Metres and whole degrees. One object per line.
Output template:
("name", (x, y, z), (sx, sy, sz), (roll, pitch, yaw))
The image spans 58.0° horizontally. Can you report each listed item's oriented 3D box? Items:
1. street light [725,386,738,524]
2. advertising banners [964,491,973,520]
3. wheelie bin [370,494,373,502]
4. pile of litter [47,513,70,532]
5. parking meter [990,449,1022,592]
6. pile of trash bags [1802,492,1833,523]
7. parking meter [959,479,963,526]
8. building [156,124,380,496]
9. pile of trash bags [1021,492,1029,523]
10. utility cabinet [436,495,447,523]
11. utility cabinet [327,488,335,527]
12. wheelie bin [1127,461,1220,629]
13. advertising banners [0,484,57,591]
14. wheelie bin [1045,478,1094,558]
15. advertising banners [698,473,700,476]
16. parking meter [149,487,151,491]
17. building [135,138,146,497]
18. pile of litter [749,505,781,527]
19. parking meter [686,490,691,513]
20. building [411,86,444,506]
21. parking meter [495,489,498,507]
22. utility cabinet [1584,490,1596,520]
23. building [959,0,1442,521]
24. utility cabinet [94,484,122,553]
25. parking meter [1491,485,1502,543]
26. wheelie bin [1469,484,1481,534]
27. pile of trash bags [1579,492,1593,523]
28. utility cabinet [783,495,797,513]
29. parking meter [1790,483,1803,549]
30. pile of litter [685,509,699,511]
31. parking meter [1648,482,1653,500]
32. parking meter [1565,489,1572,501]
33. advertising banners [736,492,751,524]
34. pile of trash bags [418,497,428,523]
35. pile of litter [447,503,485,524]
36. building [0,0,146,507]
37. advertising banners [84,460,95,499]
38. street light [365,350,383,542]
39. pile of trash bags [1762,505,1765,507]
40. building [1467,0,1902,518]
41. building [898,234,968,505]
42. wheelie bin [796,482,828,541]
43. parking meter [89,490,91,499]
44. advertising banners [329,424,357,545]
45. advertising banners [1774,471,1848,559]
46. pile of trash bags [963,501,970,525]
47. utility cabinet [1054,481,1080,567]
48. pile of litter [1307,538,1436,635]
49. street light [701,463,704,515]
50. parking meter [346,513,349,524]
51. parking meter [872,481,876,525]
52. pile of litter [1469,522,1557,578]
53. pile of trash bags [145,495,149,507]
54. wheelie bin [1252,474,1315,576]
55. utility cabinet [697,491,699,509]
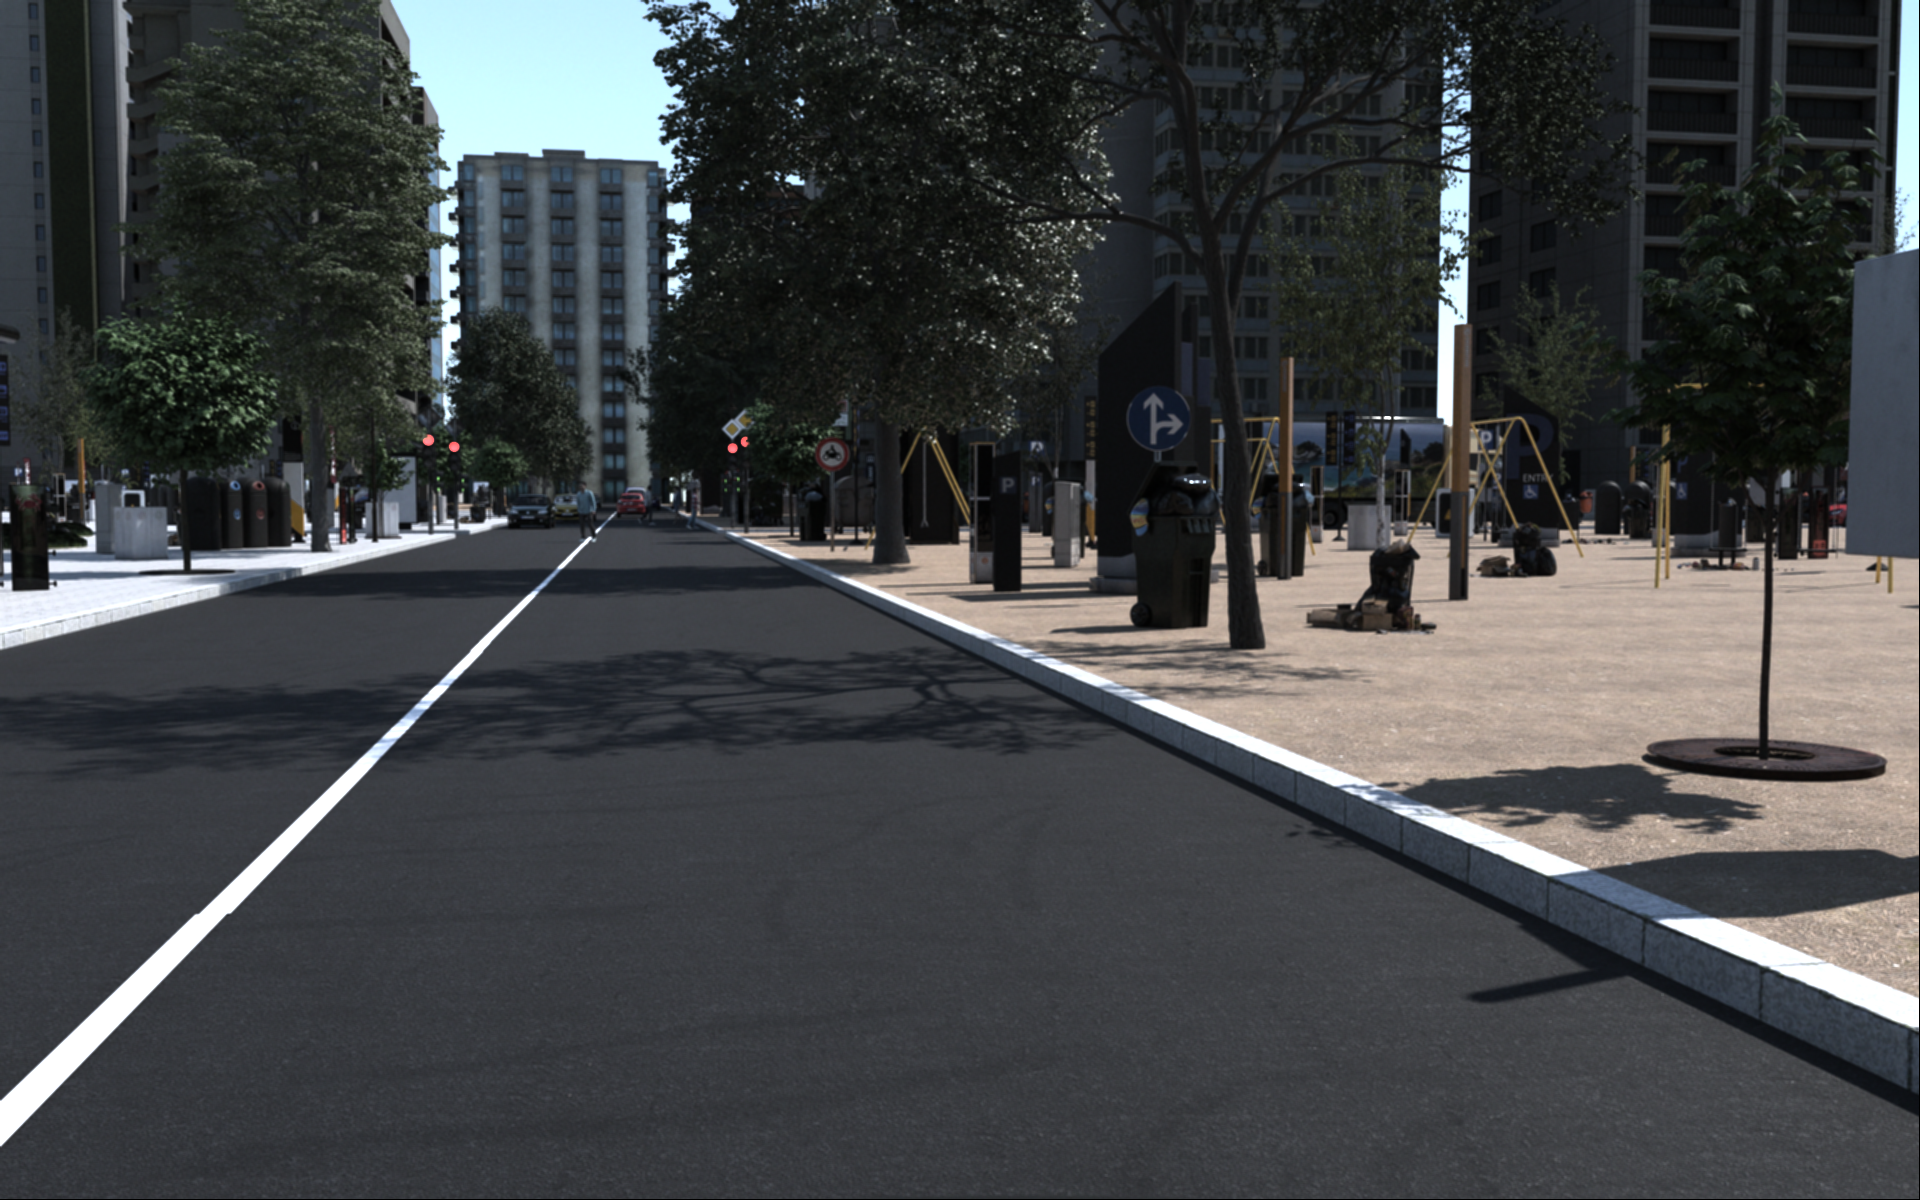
("street light", (-9.634, -6.134, 73.074), (0.468, 5.910, 1.993), (-1, 4, -11))
("advertising banners", (-0.244, -5.376, 84.084), (2.074, 3.025, 0.090), (-2, 4, -25))
("wheelie bin", (-24.716, -3.995, 73.219), (0.980, 1.594, 0.693), (-2, 4, -24))
("pile of litter", (-23.316, -1.840, 44.041), (1.719, 0.858, 1.176), (-2, 4, -25))
("parking meter", (0.602, -1.045, 22.789), (0.399, 1.863, 0.255), (0, 4, -5))
("pile of trash bags", (37.818, -4.067, 76.246), (1.912, 1.369, 3.447), (0, 4, -4))
("parking meter", (-0.080, -3.883, 69.192), (0.255, 1.863, 0.399), (3, 5, 41))
("building", (-55.023, -22.483, 139.294), (14.160, 30.474, 14.107), (-1, 4, -11))
("pile of trash bags", (2.685, -4.050, 75.963), (1.912, 1.369, 3.447), (-1, 4, -10))
("utility cabinet", (-22.936, -4.004, 76.630), (0.306, 1.237, 1.020), (0, 4, -7))
("utility cabinet", (-24.316, -3.546, 66.650), (0.318, 1.500, 1.173), (-2, 4, -29))
("wheelie bin", (2.097, -0.540, 16.744), (0.980, 1.594, 0.693), (-3, 5, -43))
("advertising banners", (-12.825, -1.603, 22.389), (0.090, 3.025, 2.074), (3, 5, 41))
("wheelie bin", (2.220, -1.643, 34.775), (0.980, 1.594, 0.693), (0, 4, -7))
("advertising banners", (-20.054, -8.740, 139.079), (2.074, 3.025, 0.090), (-1, 4, -19))
("parking meter", (-59.251, -7.420, 127.027), (0.255, 1.863, 0.399), (1, 4, 15))
("building", (-77.647, -30.575, 183.488), (14.086, 41.232, 14.154), (-1, 4, -11))
("pile of litter", (-7.871, -3.341, 68.596), (1.719, 0.858, 1.176), (2, 4, 35))
("parking meter", (-18.287, -6.620, 116.648), (0.372, 1.533, 0.369), (0, 3, 0))
("building", (-63.761, -32.779, 186.040), (14.200, 45.320, 14.600), (-1, 4, -11))
("parking meter", (-35.494, -7.795, 133.159), (0.399, 1.863, 0.255), (-2, 4, -28))
("utility cabinet", (31.425, -4.696, 85.458), (1.173, 1.500, 0.318), (2, 4, 35))
("building", (13.225, -24.764, 96.775), (23.993, 40.220, 32.217), (-1, 4, -11))
("utility cabinet", (-18.473, -1.766, 37.560), (0.318, 1.500, 1.173), (-1, 4, -15))
("parking meter", (14.180, -2.271, 45.537), (0.372, 1.533, 0.369), (0, 3, 0))
("wheelie bin", (16.434, -2.933, 55.856), (0.980, 1.594, 0.693), (-3, 5, -40))
("pile of trash bags", (26.560, -4.075, 76.373), (3.447, 1.369, 1.912), (-2, 4, -27))
("utility cabinet", (-11.679, -6.576, 118.676), (1.020, 1.237, 0.306), (-2, 4, -24))
("parking meter", (19.430, -1.956, 40.386), (0.372, 1.533, 0.369), (0, 3, 0))
("pile of litter", (-20.438, -7.265, 132.753), (1.176, 0.858, 1.719), (-1, 4, -20))
("parking meter", (34.130, -4.875, 85.410), (0.399, 1.863, 0.255), (1, 4, 21))
("parking meter", (30.862, -4.861, 87.882), (0.372, 1.533, 0.369), (0, 3, 0))
("advertising banners", (-8.761, -4.828, 75.119), (2.074, 3.025, 0.090), (-2, 4, -32))
("pile of trash bags", (-24.690, -4.129, 77.267), (1.912, 1.369, 3.447), (-1, 4, -15))
("pile of litter", (-21.558, -3.800, 76.097), (1.176, 0.858, 1.719), (2, 4, 23))
("building", (-97.889, -38.754, 175.629), (28.212, 58.520, 21.231), (-1, 4, -11))
("advertising banners", (-44.214, -5.641, 88.418), (0.090, 3.025, 2.074), (1, 4, 14))
("street light", (-15.617, -4.482, 46.063), (0.468, 5.910, 1.993), (-1, 4, -11))
("pile of trash bags", (34.566, -4.093, 76.678), (1.912, 1.369, 3.447), (3, 5, 40))
("building", (43.534, -40.389, 98.605), (20.611, 71.187, 20.563), (-1, 4, -11))
("building", (9.677, -17.419, 129.847), (27.650, 21.520, 28.899), (-1, 4, -11))
("wheelie bin", (-4.051, -2.414, 47.373), (0.693, 1.594, 0.980), (-3, 4, -38))
("parking meter", (-48.417, -5.386, 96.466), (0.372, 1.533, 0.369), (0, 3, 0))
("advertising banners", (-15.734, -2.932, 44.131), (0.090, 3.025, 2.074), (0, 4, -3))
("advertising banners", (16.993, -2.329, 34.265), (2.074, 3.025, 0.090), (-1, 4, -19))
("pile of trash bags", (-1.339, -3.805, 71.957), (3.447, 1.369, 1.912), (0, 4, -6))
("utility cabinet", (1.912, -1.342, 30.624), (0.318, 1.500, 1.173), (1, 4, 12))
("pile of litter", (3.941, -0.164, 16.644), (1.176, 0.858, 1.719), (0, 4, 3))
("street light", (-15.763, -8.132, 105.741), (0.468, 5.910, 1.993), (-1, 4, -11))
("parking meter", (-26.736, -4.097, 75.402), (0.372, 1.533, 0.369), (0, 3, 0))
("parking meter", (-3.468, -4.069, 72.232), (0.399, 1.863, 0.255), (1, 4, 15))
("pile of litter", (8.654, -0.809, 27.187), (1.719, 0.858, 1.176), (-2, 4, -24))
("pile of trash bags", (-54.110, -6.422, 114.758), (3.447, 1.369, 1.912), (0, 4, -5))
("wheelie bin", (5.089, -1.176, 27.128), (0.980, 1.594, 0.693), (-1, 4, -9))
("utility cabinet", (-20.389, -7.780, 135.877), (0.318, 1.500, 1.173), (1, 4, 23))
